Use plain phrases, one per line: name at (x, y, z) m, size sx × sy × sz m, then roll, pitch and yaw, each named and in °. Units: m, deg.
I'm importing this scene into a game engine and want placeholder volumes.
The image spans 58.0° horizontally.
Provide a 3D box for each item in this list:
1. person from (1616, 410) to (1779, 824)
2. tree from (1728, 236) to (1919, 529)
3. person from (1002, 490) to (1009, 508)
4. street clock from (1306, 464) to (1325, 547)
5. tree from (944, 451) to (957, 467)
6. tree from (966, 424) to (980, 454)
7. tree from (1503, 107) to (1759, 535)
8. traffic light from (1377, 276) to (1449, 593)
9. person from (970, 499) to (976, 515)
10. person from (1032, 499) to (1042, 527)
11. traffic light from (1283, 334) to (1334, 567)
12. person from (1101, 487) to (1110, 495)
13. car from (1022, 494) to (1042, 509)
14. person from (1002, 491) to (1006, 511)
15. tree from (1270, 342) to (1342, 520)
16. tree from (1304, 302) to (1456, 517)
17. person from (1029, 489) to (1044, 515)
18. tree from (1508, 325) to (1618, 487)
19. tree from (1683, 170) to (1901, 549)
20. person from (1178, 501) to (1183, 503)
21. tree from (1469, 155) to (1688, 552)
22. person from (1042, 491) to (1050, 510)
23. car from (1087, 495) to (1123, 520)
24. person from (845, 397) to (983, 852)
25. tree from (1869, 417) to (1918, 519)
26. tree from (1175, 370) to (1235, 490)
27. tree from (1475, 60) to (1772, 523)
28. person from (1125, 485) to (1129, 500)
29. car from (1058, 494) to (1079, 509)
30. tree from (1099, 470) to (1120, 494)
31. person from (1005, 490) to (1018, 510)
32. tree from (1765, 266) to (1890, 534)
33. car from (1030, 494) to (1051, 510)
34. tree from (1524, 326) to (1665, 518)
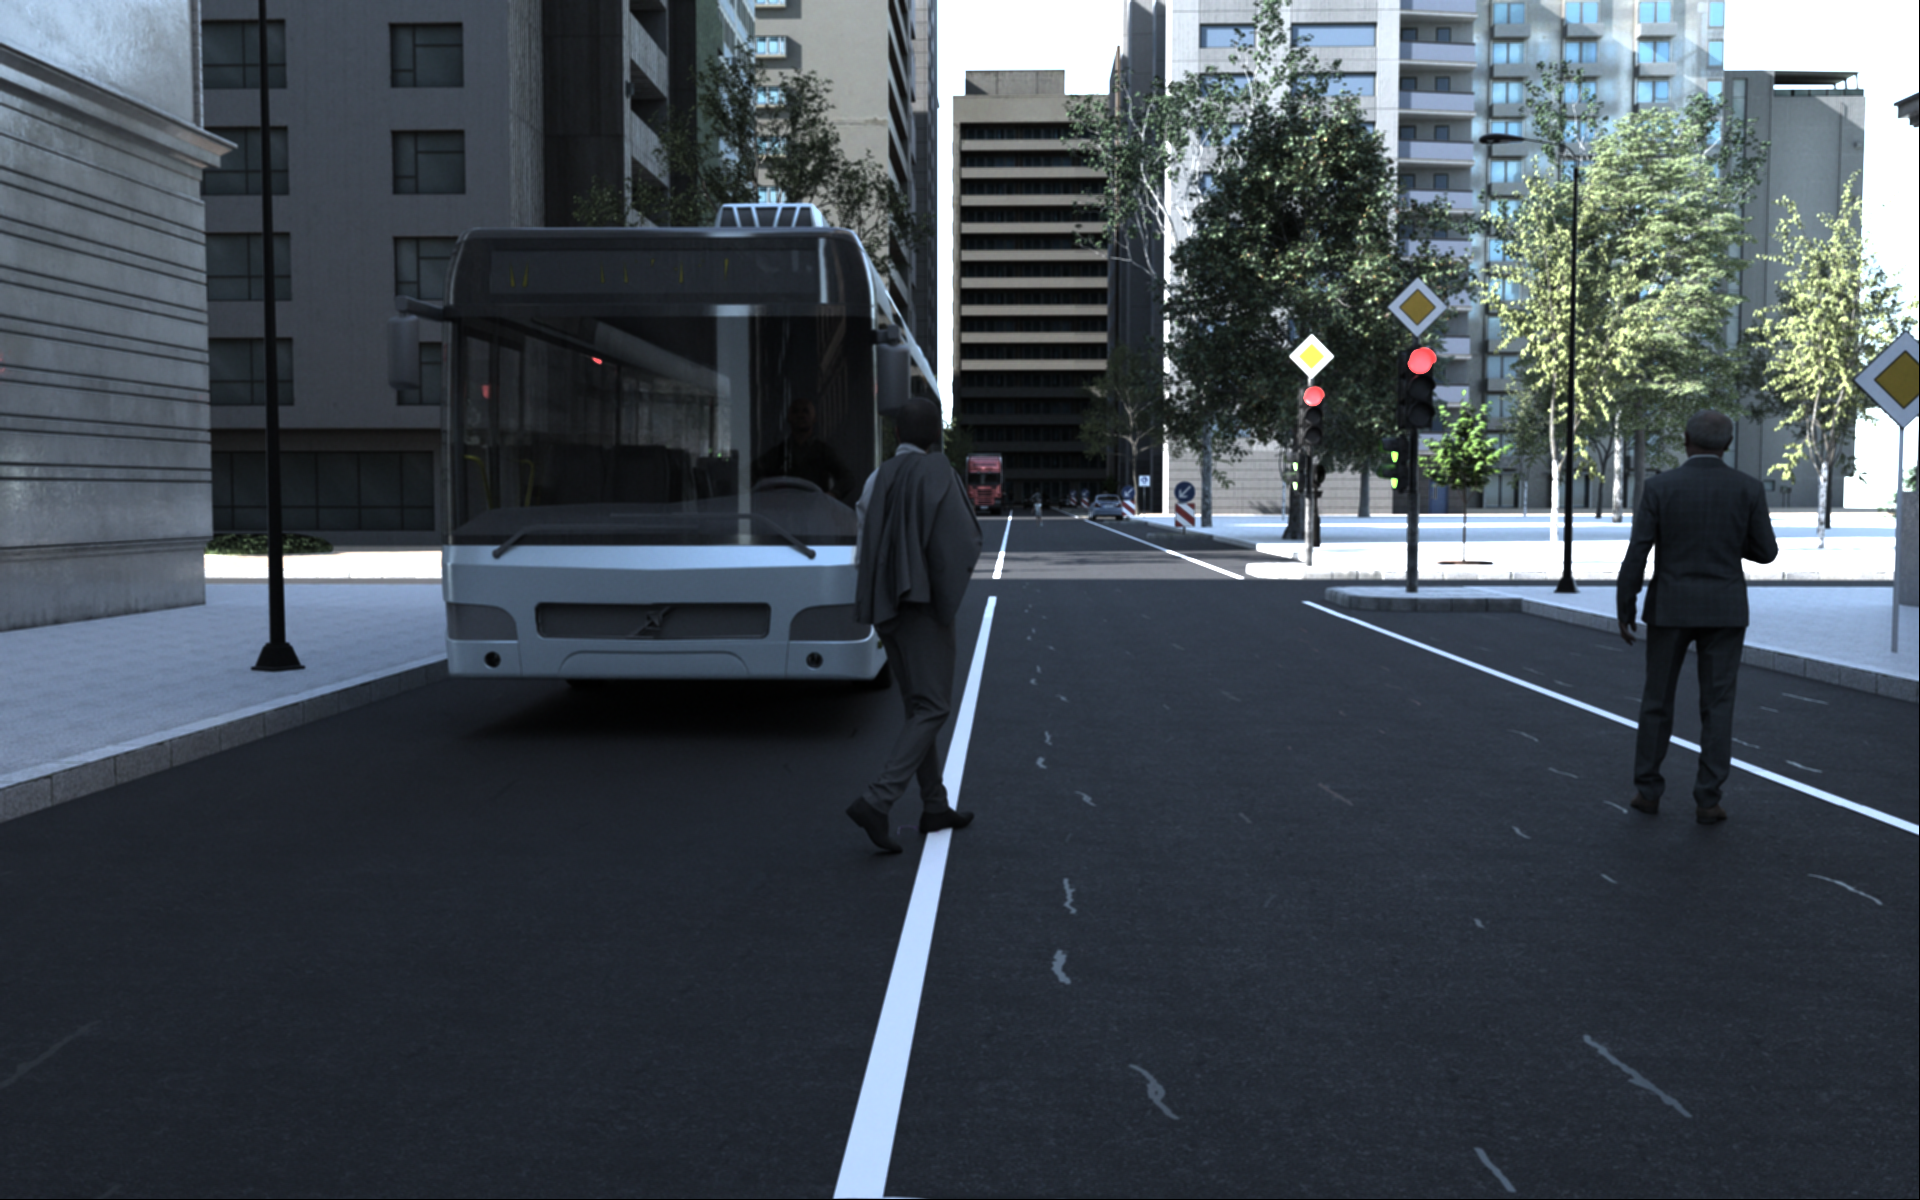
person at (3.283, 0.057, 7.752) m, size 0.661 × 1.801 × 0.590 m, roll 1°, pitch 4°, yaw 17°
tree at (31.876, -7.904, 63.647) m, size 8.767 × 10.594 × 7.601 m, roll 3°, pitch 5°, yaw 42°
person at (4.534, -10.594, 181.338) m, size 1.348 × 1.869 × 0.705 m, roll 2°, pitch 4°, yaw 26°
street clock at (8.558, -2.270, 41.687) m, size 0.471 × 2.002 × 0.358 m, roll -3°, pitch 5°, yaw -43°
tree at (-1.890, -7.904, 112.948) m, size 4.285 × 4.588 × 4.351 m, roll 0°, pitch 3°, yaw 0°
tree at (-0.844, -11.576, 139.626) m, size 4.737 × 8.622 × 4.395 m, roll 0°, pitch 3°, yaw 0°
tree at (20.026, -8.173, 51.751) m, size 7.486 × 12.596 × 7.792 m, roll 0°, pitch 3°, yaw 0°
traffic light at (5.886, -2.054, 22.510) m, size 0.839 × 4.253 × 0.868 m, roll 0°, pitch 4°, yaw 2°
person at (0.433, -3.283, 66.845) m, size 0.362 × 1.253 × 0.373 m, roll 2°, pitch 4°, yaw 33°
person at (3.359, -3.792, 75.507) m, size 0.505 × 1.210 × 0.382 m, roll 1°, pitch 4°, yaw 10°
traffic light at (6.141, -2.543, 30.491) m, size 0.839 × 4.253 × 0.868 m, roll 0°, pitch 4°, yaw 2°
person at (11.675, -8.121, 138.826) m, size 1.348 × 1.824 × 0.705 m, roll 3°, pitch 4°, yaw 36°
car at (6.957, -9.537, 165.714) m, size 2.009 × 1.686 × 4.222 m, roll 0°, pitch 4°, yaw 2°
person at (3.651, -8.389, 146.466) m, size 0.445 × 1.727 × 0.742 m, roll -3°, pitch 4°, yaw -37°
tree at (16.140, -8.227, 84.881) m, size 4.360 × 8.622 × 3.978 m, roll 0°, pitch 3°, yaw 0°
tree at (22.210, -11.531, 95.186) m, size 9.857 × 13.997 × 8.962 m, roll 0°, pitch 3°, yaw 0°
person at (5.323, -6.809, 119.913) m, size 1.350 × 1.814 × 0.705 m, roll -3°, pitch 5°, yaw -40°
tree at (23.040, -7.074, 66.020) m, size 4.360 × 8.622 × 3.978 m, roll 0°, pitch 3°, yaw 0°
tree at (20.397, -5.514, 40.519) m, size 4.737 × 8.622 × 4.395 m, roll 0°, pitch 3°, yaw 0°
person at (10.591, -4.662, 82.376) m, size 0.767 × 1.812 × 0.694 m, roll 0°, pitch 4°, yaw 0°
tree at (13.427, -5.369, 38.148) m, size 4.737 × 8.622 × 4.395 m, roll 0°, pitch 3°, yaw 0°
person at (7.541, -8.987, 156.264) m, size 1.217 × 1.723 × 0.721 m, roll -1°, pitch 4°, yaw -17°
car at (8.037, -5.093, 95.279) m, size 2.014 × 1.417 × 4.499 m, roll 0°, pitch 4°, yaw 1°
person at (-0.167, 0.091, 7.109) m, size 0.679 × 1.850 × 0.850 m, roll 3°, pitch 5°, yaw 40°
tree at (52.709, -11.066, 82.753) m, size 13.155 × 14.587 × 18.604 m, roll -3°, pitch 5°, yaw -45°
tree at (13.403, -8.815, 94.483) m, size 4.737 × 8.622 × 4.395 m, roll 0°, pitch 3°, yaw 0°
tree at (27.945, -13.530, 77.103) m, size 12.611 × 20.169 × 13.585 m, roll 0°, pitch 3°, yaw 0°
person at (11.240, -6.769, 116.349) m, size 0.705 × 1.869 × 1.348 m, roll 0°, pitch 4°, yaw 7°
car at (10.205, -9.385, 163.233) m, size 2.009 × 1.686 × 4.222 m, roll 0°, pitch 4°, yaw 4°
tree at (12.154, -8.955, 141.017) m, size 1.663 × 3.219 × 1.824 m, roll 0°, pitch 3°, yaw 0°
person at (4.505, -8.867, 153.480) m, size 1.348 × 1.822 × 0.705 m, roll 1°, pitch 4°, yaw 18°
tree at (27.809, -6.424, 55.396) m, size 4.360 × 8.622 × 3.978 m, roll 0°, pitch 3°, yaw 0°
car at (7.478, -9.256, 161.121) m, size 2.009 × 1.686 × 4.222 m, roll 0°, pitch 4°, yaw 2°
tree at (33.792, -9.571, 90.900) m, size 8.767 × 10.594 × 7.601 m, roll -1°, pitch 4°, yaw -11°
